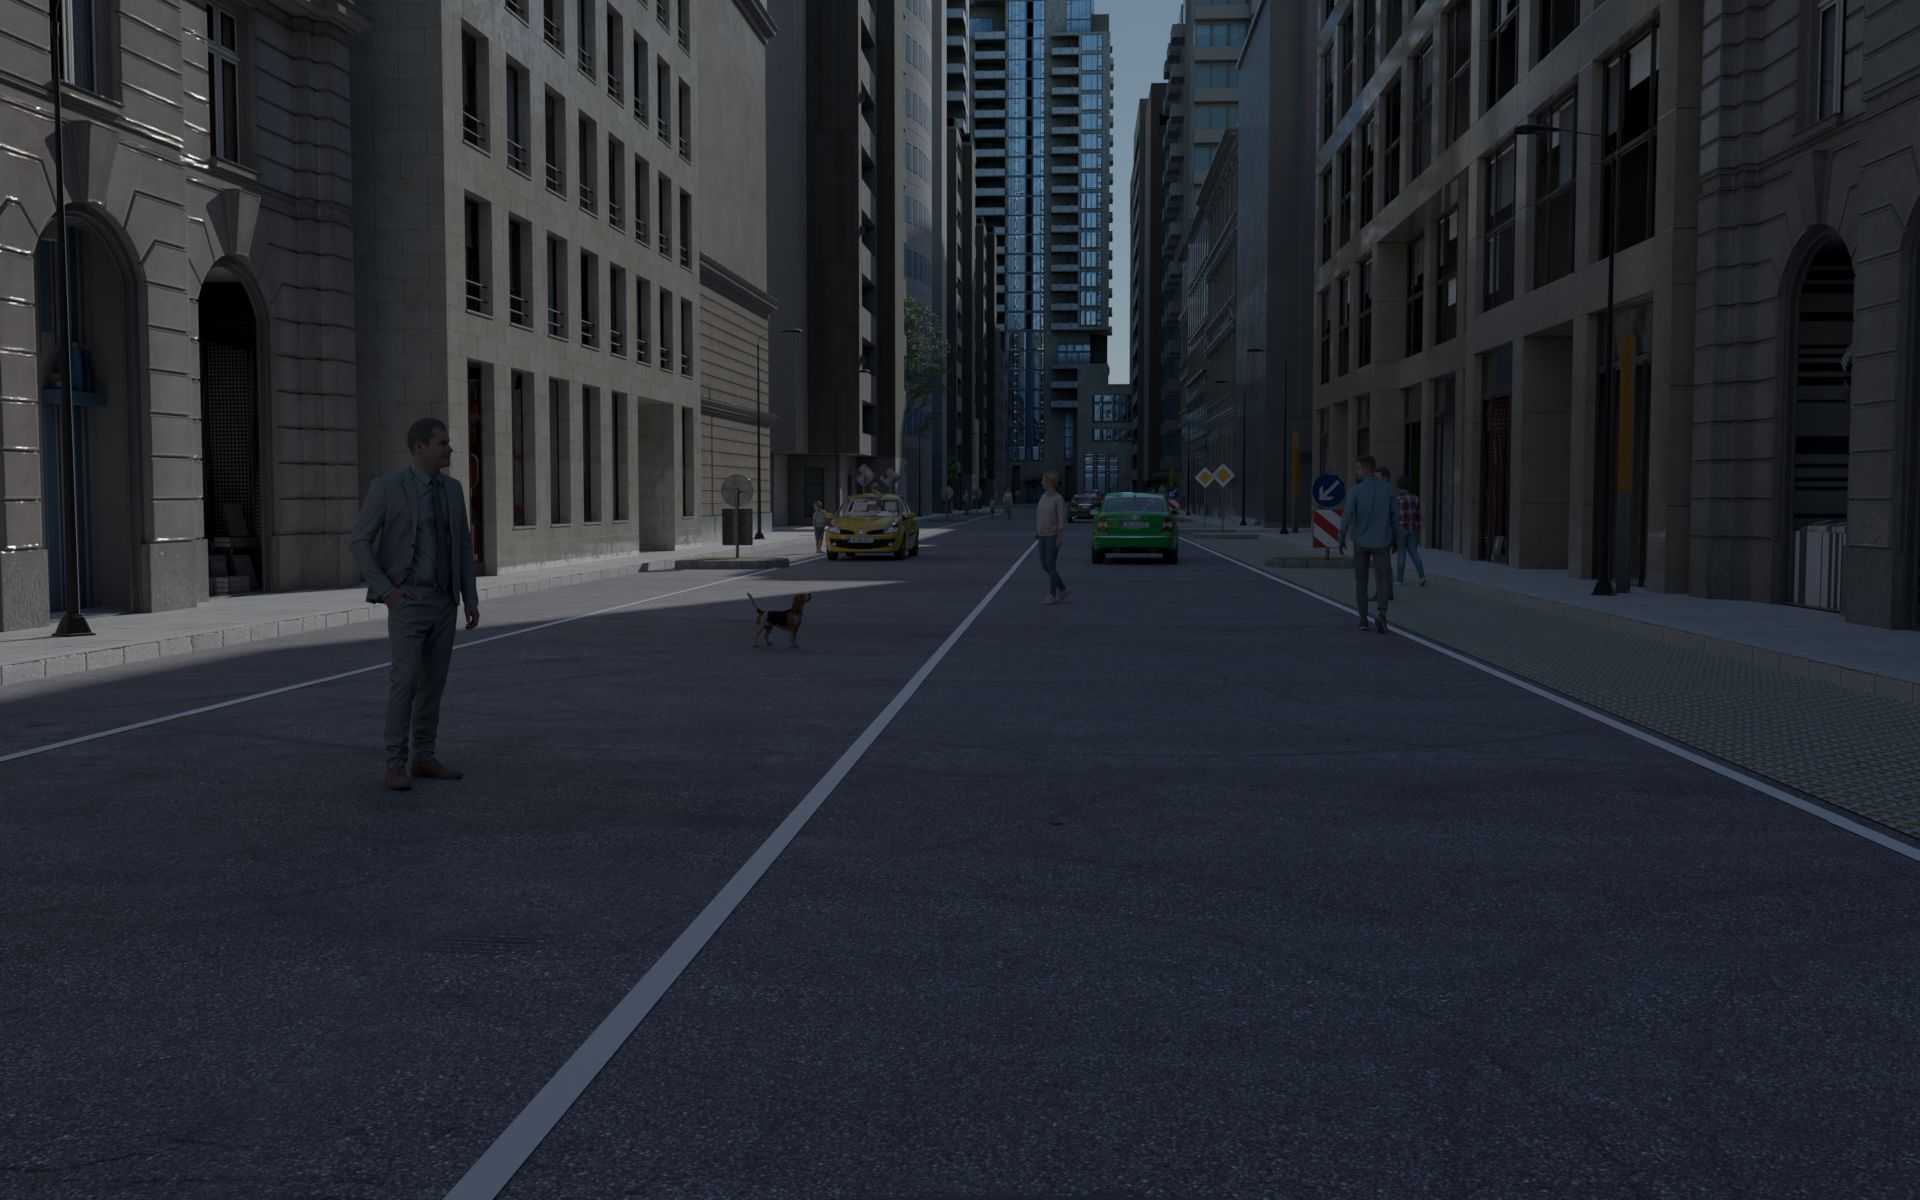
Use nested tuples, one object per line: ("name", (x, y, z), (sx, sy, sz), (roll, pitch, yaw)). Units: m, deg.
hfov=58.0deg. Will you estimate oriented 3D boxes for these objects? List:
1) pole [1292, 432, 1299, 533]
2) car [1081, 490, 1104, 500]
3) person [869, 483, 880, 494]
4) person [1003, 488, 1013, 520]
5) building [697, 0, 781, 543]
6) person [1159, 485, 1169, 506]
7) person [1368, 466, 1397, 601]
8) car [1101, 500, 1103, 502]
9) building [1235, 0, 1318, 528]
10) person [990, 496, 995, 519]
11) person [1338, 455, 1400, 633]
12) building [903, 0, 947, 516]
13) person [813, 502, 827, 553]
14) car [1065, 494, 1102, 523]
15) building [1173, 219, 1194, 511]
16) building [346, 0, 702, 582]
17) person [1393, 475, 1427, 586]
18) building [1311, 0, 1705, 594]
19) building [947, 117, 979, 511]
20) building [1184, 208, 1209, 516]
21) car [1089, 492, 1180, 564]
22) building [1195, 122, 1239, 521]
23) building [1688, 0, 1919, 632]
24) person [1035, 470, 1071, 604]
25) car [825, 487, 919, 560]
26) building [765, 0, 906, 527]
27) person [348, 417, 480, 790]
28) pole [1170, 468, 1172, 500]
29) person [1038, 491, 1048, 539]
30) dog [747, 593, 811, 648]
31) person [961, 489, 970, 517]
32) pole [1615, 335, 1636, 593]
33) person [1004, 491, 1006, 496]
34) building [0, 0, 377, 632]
("pole", (11.008, -3.852, 56.824), (0.158, 3.312, 0.155), (0, 3, 0))
("car", (11.059, -8.445, 146.756), (2.281, 1.827, 5.304), (0, 4, 5))
("person", (-2.547, -2.575, 51.147), (0.519, 1.759, 0.362), (-2, 4, -32))
("person", (2.737, -5.428, 97.466), (0.478, 1.798, 0.641), (3, 4, 38))
("building", (-23.284, -14.179, 50.917), (34.723, 24.649, 14.460), (0, 4, 4))
("person", (8.337, -3.876, 72.057), (0.709, 1.800, 0.728), (0, 3, 0))
("person", (5.565, -0.885, 23.165), (0.583, 1.804, 0.606), (0, 4, -7))
("car", (8.754, -5.342, 96.142), (1.959, 1.807, 4.718), (0, 4, 2))
("building", (26.708, -15.281, 68.904), (30.058, 24.678, 14.314), (0, 4, 4))
("person", (1.825, -5.202, 97.808), (0.306, 1.304, 0.590), (1, 4, 16))
("person", (4.262, -0.594, 18.069), (0.638, 1.841, 0.748), (1, 4, 14))
("building", (-12.330, -34.347, 103.581), (21.231, 58.520, 28.212), (0, 4, 4))
("person", (-3.399, -1.769, 42.110), (0.332, 1.250, 0.352), (1, 4, 21))
("car", (6.330, -4.608, 87.141), (2.131, 1.459, 4.920), (0, 4, 5))
("building", (21.869, -18.331, 128.592), (11.050, 23.489, 19.941), (0, 4, 4))
("building", (-11.992, -10.918, 33.266), (10.420, 20.320, 16.860), (0, 4, 4))
("person", (6.920, -1.072, 26.867), (0.563, 1.720, 0.643), (-1, 4, -17))
("building", (19.811, -14.268, 37.795), (19.350, 26.468, 34.151), (0, 4, 4))
("building", (-6.205, -22.110, 133.192), (14.160, 30.474, 14.107), (0, 4, 4))
("building", (19.612, -15.936, 109.709), (9.793, 20.994, 18.267), (0, 4, 4))
("car", (3.727, -1.724, 36.988), (1.959, 1.807, 4.718), (0, 4, 6))
("building", (18.698, -15.526, 90.004), (11.583, 22.565, 21.152), (0, 4, 4))
("building", (14.214, -10.238, 9.199), (13.314, 21.916, 24.055), (0, 4, 4))
("person", (1.221, -0.825, 22.662), (0.598, 1.740, 0.731), (-3, 5, -40))
("car", (-1.937, -1.746, 38.773), (2.015, 1.641, 3.980), (0, 4, 5))
("building", (-9.915, -18.371, 72.061), (14.160, 30.474, 14.107), (0, 4, 4))
("person", (-2.696, -0.003, 8.648), (0.391, 1.810, 0.635), (2, 4, 28))
("pole", (16.665, -8.733, 136.622), (0.158, 3.312, 0.155), (0, 3, 0))
("person", (2.627, -2.696, 52.600), (0.620, 1.820, 0.660), (-1, 4, -21))
("dog", (-1.698, 0.185, 16.266), (0.540, 0.507, 0.406), (-1, 4, -17))
("person", (0.388, -6.032, 107.711), (0.643, 1.750, 0.593), (-2, 4, -28))
("pole", (8.600, -1.745, 22.372), (0.158, 3.312, 0.155), (0, 3, 0))
("person", (4.181, -9.109, 158.344), (0.530, 1.710, 0.541), (2, 4, 24))
("building", (-14.968, -10.428, 12.302), (13.314, 21.916, 24.055), (0, 4, 4))
